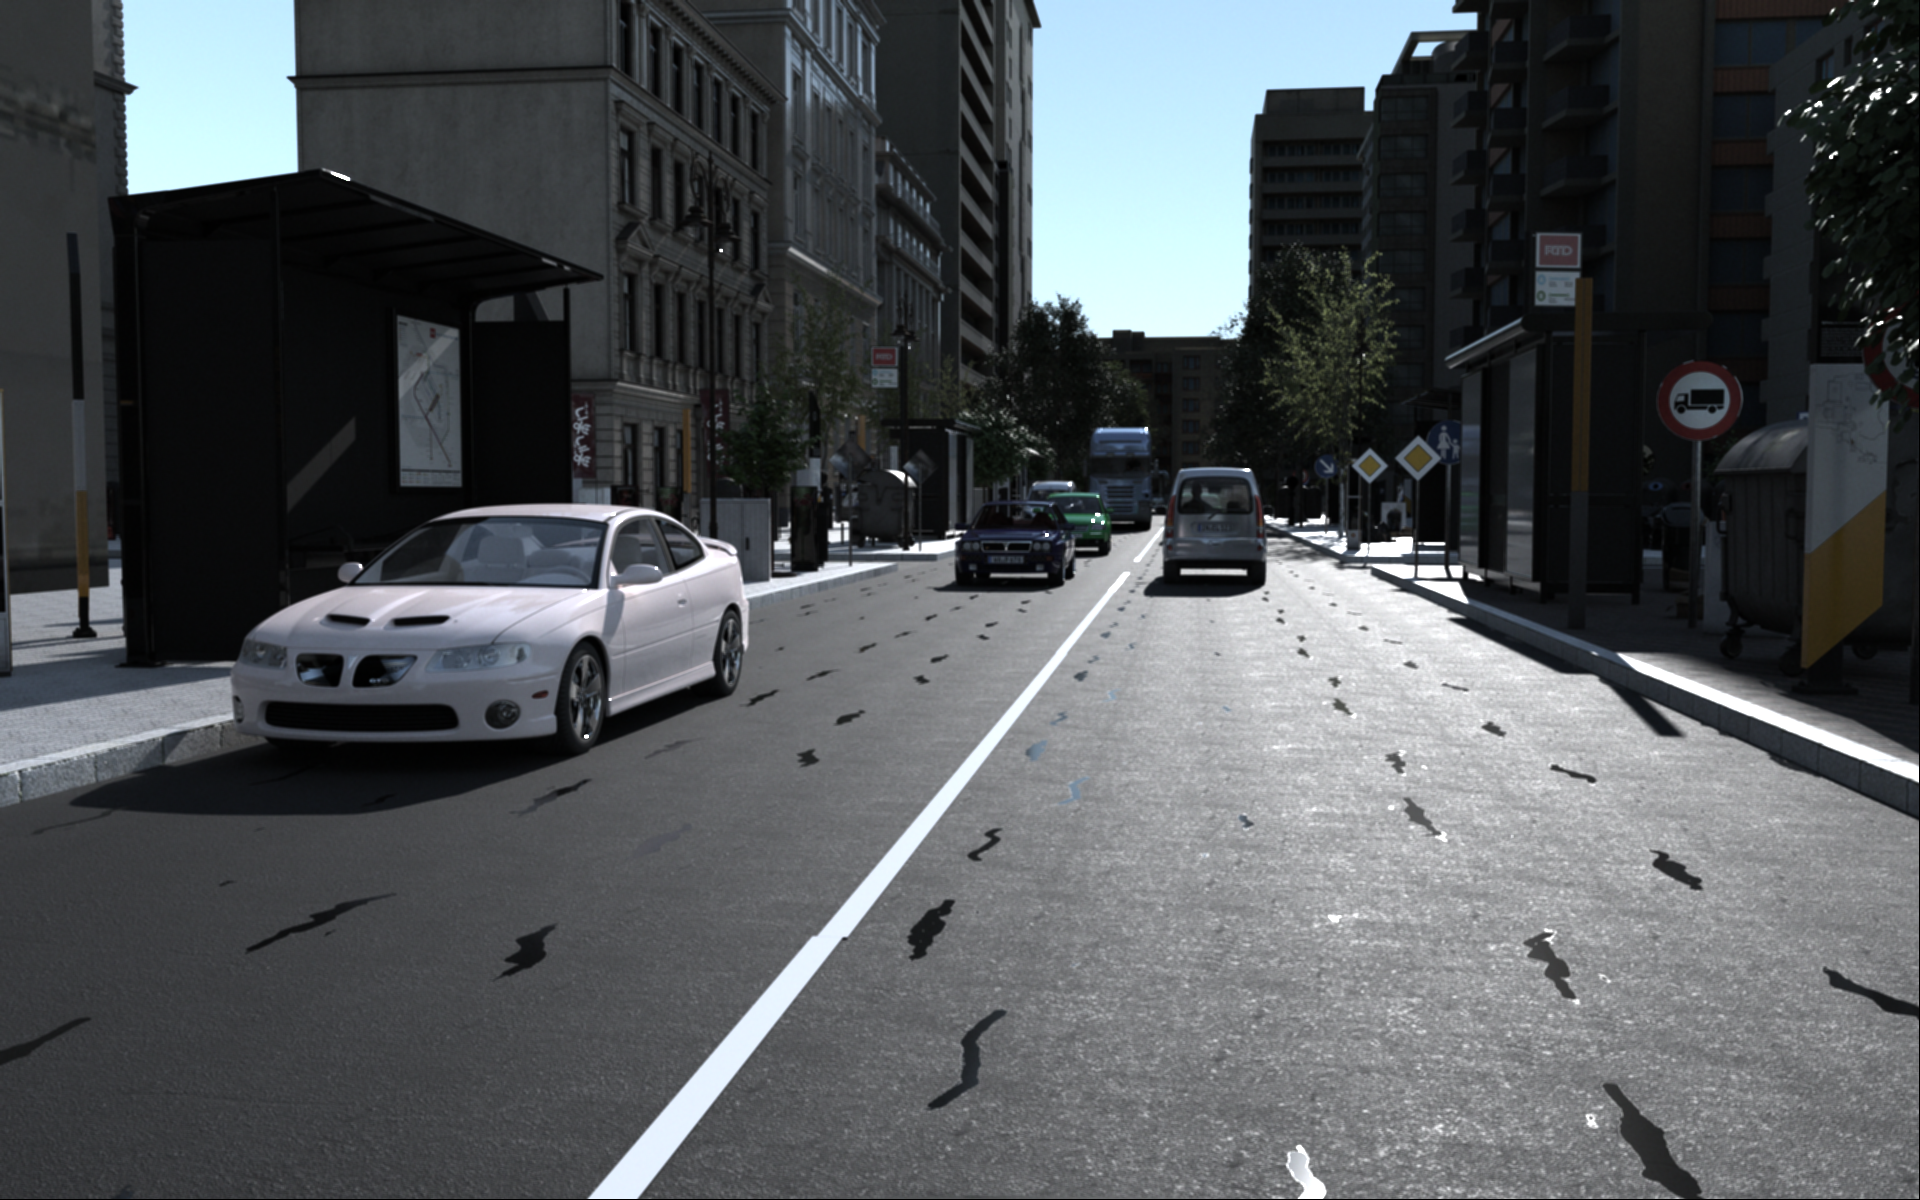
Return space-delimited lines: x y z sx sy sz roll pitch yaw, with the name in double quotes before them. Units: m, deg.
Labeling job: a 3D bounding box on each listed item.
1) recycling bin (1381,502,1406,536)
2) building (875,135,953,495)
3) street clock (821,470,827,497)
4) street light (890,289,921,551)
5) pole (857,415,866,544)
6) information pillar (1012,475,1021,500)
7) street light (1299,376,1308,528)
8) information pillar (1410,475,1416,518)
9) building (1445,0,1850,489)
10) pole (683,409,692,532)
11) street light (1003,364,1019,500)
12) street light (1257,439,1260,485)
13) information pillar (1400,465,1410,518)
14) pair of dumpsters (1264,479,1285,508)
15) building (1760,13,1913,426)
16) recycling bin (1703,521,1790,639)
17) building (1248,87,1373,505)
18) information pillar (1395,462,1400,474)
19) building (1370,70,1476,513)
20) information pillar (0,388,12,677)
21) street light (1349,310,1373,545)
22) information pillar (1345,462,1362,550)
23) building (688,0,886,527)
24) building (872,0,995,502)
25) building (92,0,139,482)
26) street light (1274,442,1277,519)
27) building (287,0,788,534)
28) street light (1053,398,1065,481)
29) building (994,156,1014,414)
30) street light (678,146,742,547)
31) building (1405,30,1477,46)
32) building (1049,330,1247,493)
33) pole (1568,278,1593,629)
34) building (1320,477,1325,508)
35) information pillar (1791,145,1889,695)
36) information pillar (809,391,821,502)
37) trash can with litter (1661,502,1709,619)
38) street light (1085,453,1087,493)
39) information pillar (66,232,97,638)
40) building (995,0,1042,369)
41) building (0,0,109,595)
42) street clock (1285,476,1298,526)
"recycling bin" 13.377 -2.500 53.427 0.722 1.027 0.722 1 4 18
"building" -8.603 -15.772 99.667 13.314 21.916 24.055 0 4 8
"street clock" -4.161 -2.841 51.023 0.471 2.002 0.358 2 4 25
"street light" -1.223 -4.066 39.268 0.468 5.910 1.993 0 4 8
"pole" -2.549 -3.116 44.792 0.158 3.312 0.155 0 3 0
"information pillar" 2.089 -3.727 65.421 0.304 2.012 0.304 2 4 28
"street light" 13.098 -5.720 66.316 0.468 5.910 1.993 0 4 8
"information pillar" 18.896 -4.900 71.469 0.183 3.616 0.504 -1 4 -12
"building" 36.305 -26.321 84.980 22.147 44.769 28.867 0 4 8
"pole" -6.559 -2.923 41.628 0.158 3.312 0.155 0 3 0
"street light" 1.822 -5.446 61.826 0.468 5.910 1.993 0 4 8
"street light" 19.014 -8.430 110.617 0.468 5.910 1.993 0 4 8
"information pillar" 24.405 -6.307 94.471 0.504 3.616 0.183 1 4 19
"pair of dumpsters" 20.084 -6.545 109.503 1.574 2.255 4.437 0 4 8
"building" 45.245 -12.842 55.004 28.899 21.520 27.650 0 4 8
"recycling bin" 7.260 -0.199 15.804 0.722 1.027 0.722 3 4 38
"building" 45.843 -35.862 210.053 21.600 48.544 21.300 0 4 8
"information pillar" 28.001 -7.292 110.581 0.504 3.616 0.183 2 4 33
"building" 35.905 -21.427 122.033 14.160 30.474 14.107 0 4 8
"information pillar" -6.857 -0.466 12.107 0.304 2.012 0.304 -3 5 -41
"street light" 10.110 -4.342 43.783 0.468 5.910 1.993 0 4 8
"information pillar" 9.084 -2.164 39.881 0.304 2.012 0.304 1 4 21
"building" -11.536 -17.786 76.697 13.634 28.700 20.117 0 4 8
"building" -9.224 -30.770 126.796 21.300 48.544 21.600 0 4 8
"building" -38.479 -13.893 56.033 19.941 23.489 11.050 0 4 8
"street light" 16.139 -7.068 88.355 0.468 5.910 1.993 0 4 8
"building" -13.025 -11.787 57.351 10.561 19.102 19.286 0 4 8
"street light" 4.811 -6.794 83.872 0.468 5.910 1.993 0 4 8
"building" -3.166 -22.811 144.667 14.160 30.474 14.107 0 4 8
"street light" -3.359 -3.100 23.470 0.468 5.910 1.993 0 4 8
"building" 47.331 -27.386 139.645 32.217 40.220 23.993 0 4 8
"building" 21.399 -22.847 218.587 28.899 21.520 27.650 0 4 8
"pole" 5.902 -1.384 16.477 0.158 3.312 0.155 0 3 0
"building" 50.935 -28.835 163.326 32.217 40.220 23.993 0 4 8
"information pillar" 5.648 -1.204 11.038 0.504 3.616 0.183 0 4 0
"information pillar" -3.330 -2.958 39.722 0.183 3.616 0.504 1 4 17
"trash can with litter" 7.793 -0.386 17.691 1.055 1.170 0.624 2 4 32
"street light" 7.703 -8.143 105.930 0.468 5.910 1.993 0 4 8
"information pillar" -7.838 -1.471 15.405 0.183 3.616 0.504 -2 4 -29
"building" -7.047 -35.464 169.072 27.495 52.752 28.713 0 4 8
"building" -23.634 -23.836 13.426 21.600 48.544 21.300 0 4 8
"street clock" 13.384 -3.995 69.890 0.471 2.002 0.358 -1 4 -22
